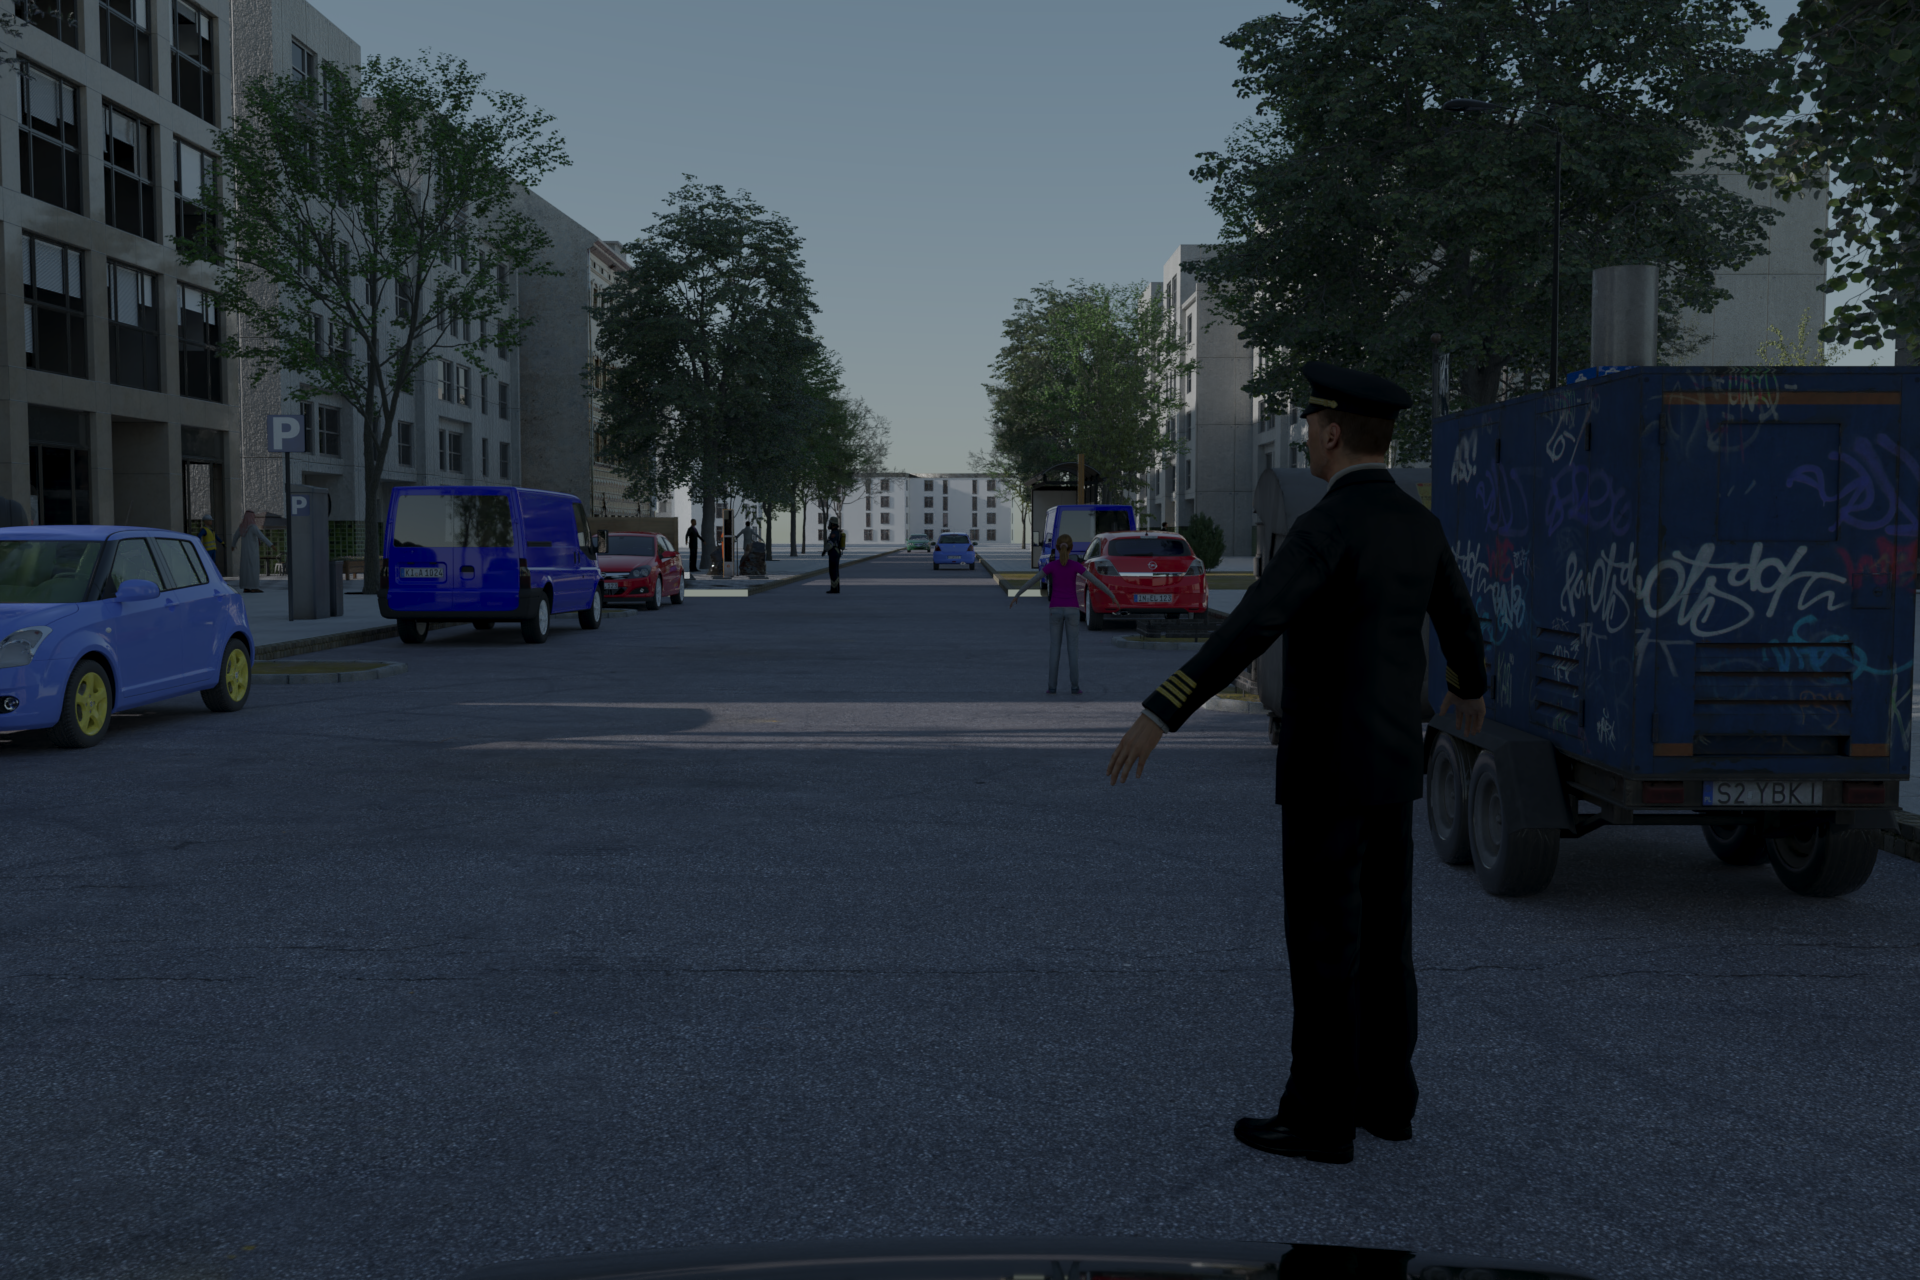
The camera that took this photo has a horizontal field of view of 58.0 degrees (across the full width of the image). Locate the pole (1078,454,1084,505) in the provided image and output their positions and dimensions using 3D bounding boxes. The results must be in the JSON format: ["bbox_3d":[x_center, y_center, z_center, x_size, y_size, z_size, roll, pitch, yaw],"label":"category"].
[{"bbox_3d":[3.085,-3.081,44.220,0.158,3.312,0.155,0,3,0],"label":"pole"}]

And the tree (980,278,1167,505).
[{"bbox_3d":[5.908,-10.980,86.174,9.857,13.997,8.962,0,3,0],"label":"tree"}]

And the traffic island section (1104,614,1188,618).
[{"bbox_3d":[2.964,-0.473,30.596,1.991,0.108,1.994,0,4,0],"label":"traffic island section"}]

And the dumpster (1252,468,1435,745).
[{"bbox_3d":[2.864,-0.186,11.262,1.865,1.857,1.264,0,4,-1],"label":"dumpster"}]

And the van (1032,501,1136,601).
[{"bbox_3d":[2.792,-2.083,38.438,2.240,2.365,5.245,0,4,0],"label":"van"}]

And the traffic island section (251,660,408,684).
[{"bbox_3d":[-6.732,0.327,17.518,1.991,0.108,1.994,0,4,0],"label":"traffic island section"}]

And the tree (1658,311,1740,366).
[{"bbox_3d":[22.561,-6.499,56.625,4.360,8.622,3.978,0,3,0],"label":"tree"}]

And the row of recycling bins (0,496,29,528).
[{"bbox_3d":[-9.593,-0.526,15.721,1.069,1.692,3.534,0,4,1],"label":"row of recycling bins"}]

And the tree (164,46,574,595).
[{"bbox_3d":[-12.358,-6.780,36.605,9.928,11.665,9.643,0,3,0],"label":"tree"}]

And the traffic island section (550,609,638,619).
[{"bbox_3d":[-6.730,-0.456,30.327,1.991,0.108,1.994,0,4,1],"label":"traffic island section"}]

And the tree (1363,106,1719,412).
[{"bbox_3d":[15.825,-8.463,48.741,12.009,13.543,11.850,0,3,0],"label":"tree"}]

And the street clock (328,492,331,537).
[{"bbox_3d":[-10.545,-1.467,28.558,0.358,2.002,0.471,0,4,1],"label":"street clock"}]

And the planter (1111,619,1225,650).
[{"bbox_3d":[2.982,-0.074,22.347,1.991,0.319,1.994,0,4,0],"label":"planter"}]

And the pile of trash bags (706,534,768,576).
[{"bbox_3d":[-6.998,-2.701,53.912,1.912,1.369,3.447,0,4,0],"label":"pile of trash bags"}]

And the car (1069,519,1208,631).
[{"bbox_3d":[2.750,-1.111,27.202,2.155,1.783,4.494,0,4,-1],"label":"car"}]

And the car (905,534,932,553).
[{"bbox_3d":[-3.209,-7.556,135.331,2.131,1.459,4.920,0,4,0],"label":"car"}]

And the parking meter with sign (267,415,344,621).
[{"bbox_3d":[-9.845,-1.831,26.204,0.543,3.016,1.738,0,4,-1],"label":"parking meter with sign"}]

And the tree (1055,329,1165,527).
[{"bbox_3d":[5.510,-6.808,61.665,4.737,8.622,4.395,0,3,0],"label":"tree"}]

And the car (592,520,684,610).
[{"bbox_3d":[-6.554,-1.522,33.924,2.155,1.783,4.494,0,3,0],"label":"car"}]

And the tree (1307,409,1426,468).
[{"bbox_3d":[14.080,-6.556,57.561,4.360,8.622,3.978,0,3,0],"label":"tree"}]

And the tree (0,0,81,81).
[{"bbox_3d":[-12.206,-6.200,11.735,12.009,13.543,11.850,0,3,0],"label":"tree"}]

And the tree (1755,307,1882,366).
[{"bbox_3d":[27.982,-6.538,57.260,4.737,8.622,4.395,0,3,0],"label":"tree"}]

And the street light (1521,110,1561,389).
[{"bbox_3d":[6.938,-2.821,18.660,1.470,5.913,1.316,0,4,0],"label":"street light"}]

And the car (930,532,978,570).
[{"bbox_3d":[-0.239,-3.700,70.092,1.945,1.707,3.694,0,4,0],"label":"car"}]

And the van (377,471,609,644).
[{"bbox_3d":[-6.371,-1.218,24.301,2.240,2.365,5.245,0,4,0],"label":"van"}]

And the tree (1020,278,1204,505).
[{"bbox_3d":[6.058,-8.875,70.867,9.928,11.665,9.643,0,3,0],"label":"tree"}]

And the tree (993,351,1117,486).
[{"bbox_3d":[5.481,-10.474,97.013,9.928,11.665,9.643,0,3,0],"label":"tree"}]

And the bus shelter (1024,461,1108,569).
[{"bbox_3d":[3.046,-3.496,51.086,2.014,3.302,5.546,0,4,-1],"label":"bus shelter"}]

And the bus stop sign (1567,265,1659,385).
[{"bbox_3d":[6.612,-1.731,17.326,0.837,3.901,0.837,0,4,0],"label":"bus stop sign"}]

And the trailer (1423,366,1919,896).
[{"bbox_3d":[2.802,-0.050,7.863,1.471,1.999,3.904,0,4,0],"label":"trailer"}]

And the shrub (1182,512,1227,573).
[{"bbox_3d":[8.013,-3.284,57.739,1.661,2.075,1.752,0,3,0],"label":"shrub"}]

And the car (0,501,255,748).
[{"bbox_3d":[-6.654,-0.190,12.691,1.945,1.707,3.694,0,4,0],"label":"car"}]

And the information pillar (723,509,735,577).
[{"bbox_3d":[-6.843,-2.862,51.279,0.304,2.012,0.304,0,3,0],"label":"information pillar"}]

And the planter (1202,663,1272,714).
[{"bbox_3d":[2.997,0.397,14.655,1.991,0.319,1.994,0,4,-1],"label":"planter"}]

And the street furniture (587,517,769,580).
[{"bbox_3d":[-10.717,-2.317,44.743,11.010,1.723,9.812,-1,4,-10],"label":"street furniture"}]
